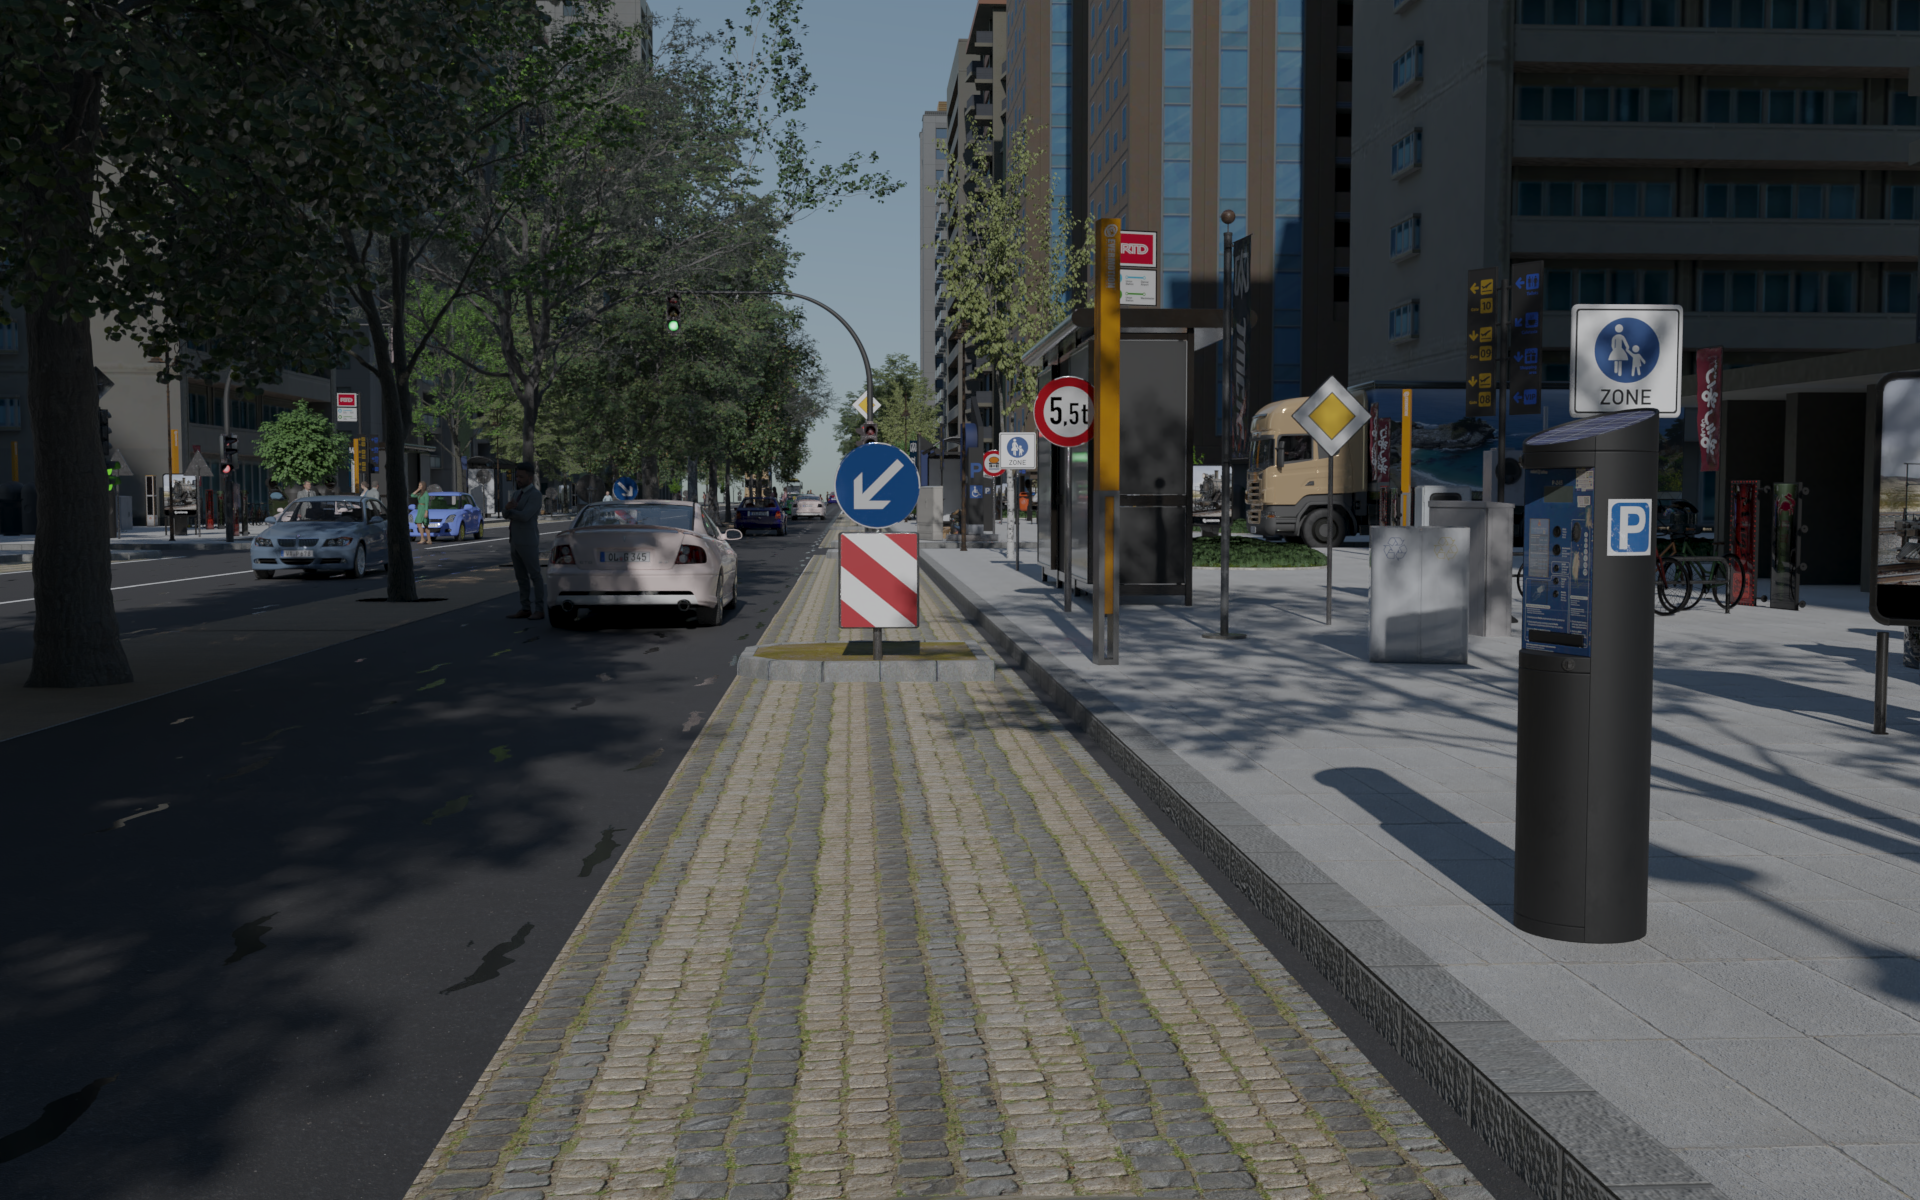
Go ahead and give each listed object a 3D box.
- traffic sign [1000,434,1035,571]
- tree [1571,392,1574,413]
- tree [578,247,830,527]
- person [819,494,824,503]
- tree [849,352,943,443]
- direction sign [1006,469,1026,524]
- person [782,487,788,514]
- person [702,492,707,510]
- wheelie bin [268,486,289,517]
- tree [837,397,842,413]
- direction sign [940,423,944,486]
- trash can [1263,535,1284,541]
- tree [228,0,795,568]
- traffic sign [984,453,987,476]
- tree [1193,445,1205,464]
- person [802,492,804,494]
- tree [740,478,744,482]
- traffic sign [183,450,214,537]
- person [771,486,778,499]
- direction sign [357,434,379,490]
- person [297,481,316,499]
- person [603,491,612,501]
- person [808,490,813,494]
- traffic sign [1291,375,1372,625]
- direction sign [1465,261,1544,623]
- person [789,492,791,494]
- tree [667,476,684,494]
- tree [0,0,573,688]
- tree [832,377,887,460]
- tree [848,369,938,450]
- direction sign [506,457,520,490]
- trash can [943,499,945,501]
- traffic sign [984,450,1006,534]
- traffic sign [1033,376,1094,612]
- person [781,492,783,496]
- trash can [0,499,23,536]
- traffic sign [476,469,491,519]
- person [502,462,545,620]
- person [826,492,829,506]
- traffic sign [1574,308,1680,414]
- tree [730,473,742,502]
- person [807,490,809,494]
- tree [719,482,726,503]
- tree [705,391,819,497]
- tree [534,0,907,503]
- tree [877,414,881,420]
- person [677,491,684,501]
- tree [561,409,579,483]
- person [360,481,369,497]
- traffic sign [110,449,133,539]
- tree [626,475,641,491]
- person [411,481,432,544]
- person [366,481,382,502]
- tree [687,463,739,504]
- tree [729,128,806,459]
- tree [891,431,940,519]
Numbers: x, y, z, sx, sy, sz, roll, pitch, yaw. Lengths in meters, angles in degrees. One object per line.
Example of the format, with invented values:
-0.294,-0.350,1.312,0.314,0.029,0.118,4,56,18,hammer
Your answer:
0.959,-1.636,28.876,0.606,2.300,0.079,0,4,6,traffic sign
3.596,-4.623,1.340,9.928,11.665,9.643,0,3,0,tree
-10.645,-9.476,74.403,9.611,12.733,9.660,0,3,0,tree
-10.802,-7.469,133.885,0.557,1.426,1.065,-3,4,-39,person
-4.797,-13.505,138.927,7.486,12.596,7.792,0,3,0,tree
2.362,-4.967,73.212,0.876,3.537,0.379,-1,4,-13,direction sign
-9.770,-5.368,96.282,0.388,1.821,0.555,-1,4,-19,person
-22.414,-8.663,151.616,0.415,1.643,0.593,-3,4,-36,person
-26.154,-3.581,66.451,0.693,1.594,0.980,-3,4,-36,wheelie bin
-11.532,-10.567,85.593,12.009,13.543,11.850,0,3,0,tree
-0.582,-3.885,55.519,0.379,3.537,0.876,0,4,6,direction sign
8.639,-2.201,47.639,0.748,1.137,0.748,0,3,0,trash can
-8.468,-7.393,33.699,12.009,13.543,11.850,0,3,0,tree
0.574,-3.204,52.484,0.768,2.556,0.104,0,4,4,traffic sign
9.162,-4.500,68.183,1.663,3.219,1.824,0,3,0,tree
-20.792,-13.423,228.692,1.217,1.736,0.721,0,4,6,person
-35.566,-21.236,265.341,7.486,12.596,7.792,0,3,0,tree
-22.560,-3.138,51.312,0.884,2.594,0.081,0,4,-3,traffic sign
-9.338,-4.793,86.873,0.388,1.821,0.555,2,4,26,person
-22.427,-4.508,65.699,0.379,3.537,0.876,3,5,40,direction sign
-18.783,-2.523,49.847,0.767,1.812,0.694,3,5,43,person
-21.352,-5.794,105.041,0.589,1.601,0.330,0,4,-3,person
-12.572,-8.389,145.757,1.348,1.812,0.705,0,4,6,person
3.609,-0.961,16.892,0.795,2.450,0.064,0,4,-3,traffic sign
5.393,-1.544,17.239,0.379,3.537,0.876,-2,4,-35,direction sign
-22.349,-13.323,227.042,1.217,1.736,0.721,-3,5,-42,person
-30.314,-11.559,183.598,1.663,3.219,1.824,0,3,0,tree
-6.586,-6.323,12.497,9.857,13.997,8.962,0,3,0,tree
-8.935,-16.993,184.484,9.857,13.997,8.962,0,3,0,tree
-5.000,-11.892,128.850,7.601,10.594,8.767,0,4,8,tree
-27.590,-7.035,107.016,0.876,3.537,0.379,0,4,2,direction sign
-0.827,-2.612,54.366,0.748,1.137,0.748,0,3,0,trash can
0.985,-3.066,50.238,0.768,2.556,0.104,0,4,1,traffic sign
1.177,-1.143,18.797,0.768,2.556,0.104,0,4,1,traffic sign
-28.421,-16.314,275.951,1.217,1.735,0.721,-3,4,-38,person
-29.128,-2.538,53.156,0.748,1.137,0.748,0,3,0,trash can
-24.148,-5.365,87.828,0.768,2.556,0.104,0,4,-2,traffic sign
-5.020,-0.681,19.811,0.511,1.800,0.466,2,4,29,person
-15.847,-12.033,205.957,0.721,1.735,1.217,0,4,-1,person
3.601,-0.448,9.448,0.606,2.300,0.079,0,4,-3,traffic sign
-35.919,-19.820,274.426,4.737,8.622,4.395,0,3,0,tree
-15.127,-10.053,172.883,1.348,1.822,0.705,3,5,39,person
-34.788,-15.863,253.955,1.663,3.219,1.824,0,3,0,tree
-12.884,-10.508,108.670,8.767,10.594,7.601,0,4,-4,tree
-8.666,-12.522,63.085,12.611,20.169,13.585,0,3,0,tree
-6.032,-12.273,151.027,4.360,8.622,3.978,0,3,0,tree
-24.539,-8.733,151.999,0.721,1.736,1.217,-3,5,-40,person
-27.110,-13.413,136.308,9.611,12.733,9.660,0,3,0,tree
-18.200,-2.733,53.200,0.654,1.822,0.581,-2,4,-27,person
-24.022,-3.022,49.410,0.884,2.594,0.081,0,4,1,traffic sign
-28.909,-9.704,153.257,1.663,3.219,1.824,0,3,0,tree
-15.254,-2.479,49.287,0.600,1.795,0.529,3,5,39,person
-16.687,-2.498,49.435,0.635,1.810,0.391,2,4,32,person
-34.449,-19.365,234.750,7.486,12.596,7.792,0,3,0,tree
-9.031,-8.644,50.441,9.857,13.997,8.962,0,3,0,tree
-2.320,-6.504,90.052,4.285,4.588,4.351,0,3,0,tree
